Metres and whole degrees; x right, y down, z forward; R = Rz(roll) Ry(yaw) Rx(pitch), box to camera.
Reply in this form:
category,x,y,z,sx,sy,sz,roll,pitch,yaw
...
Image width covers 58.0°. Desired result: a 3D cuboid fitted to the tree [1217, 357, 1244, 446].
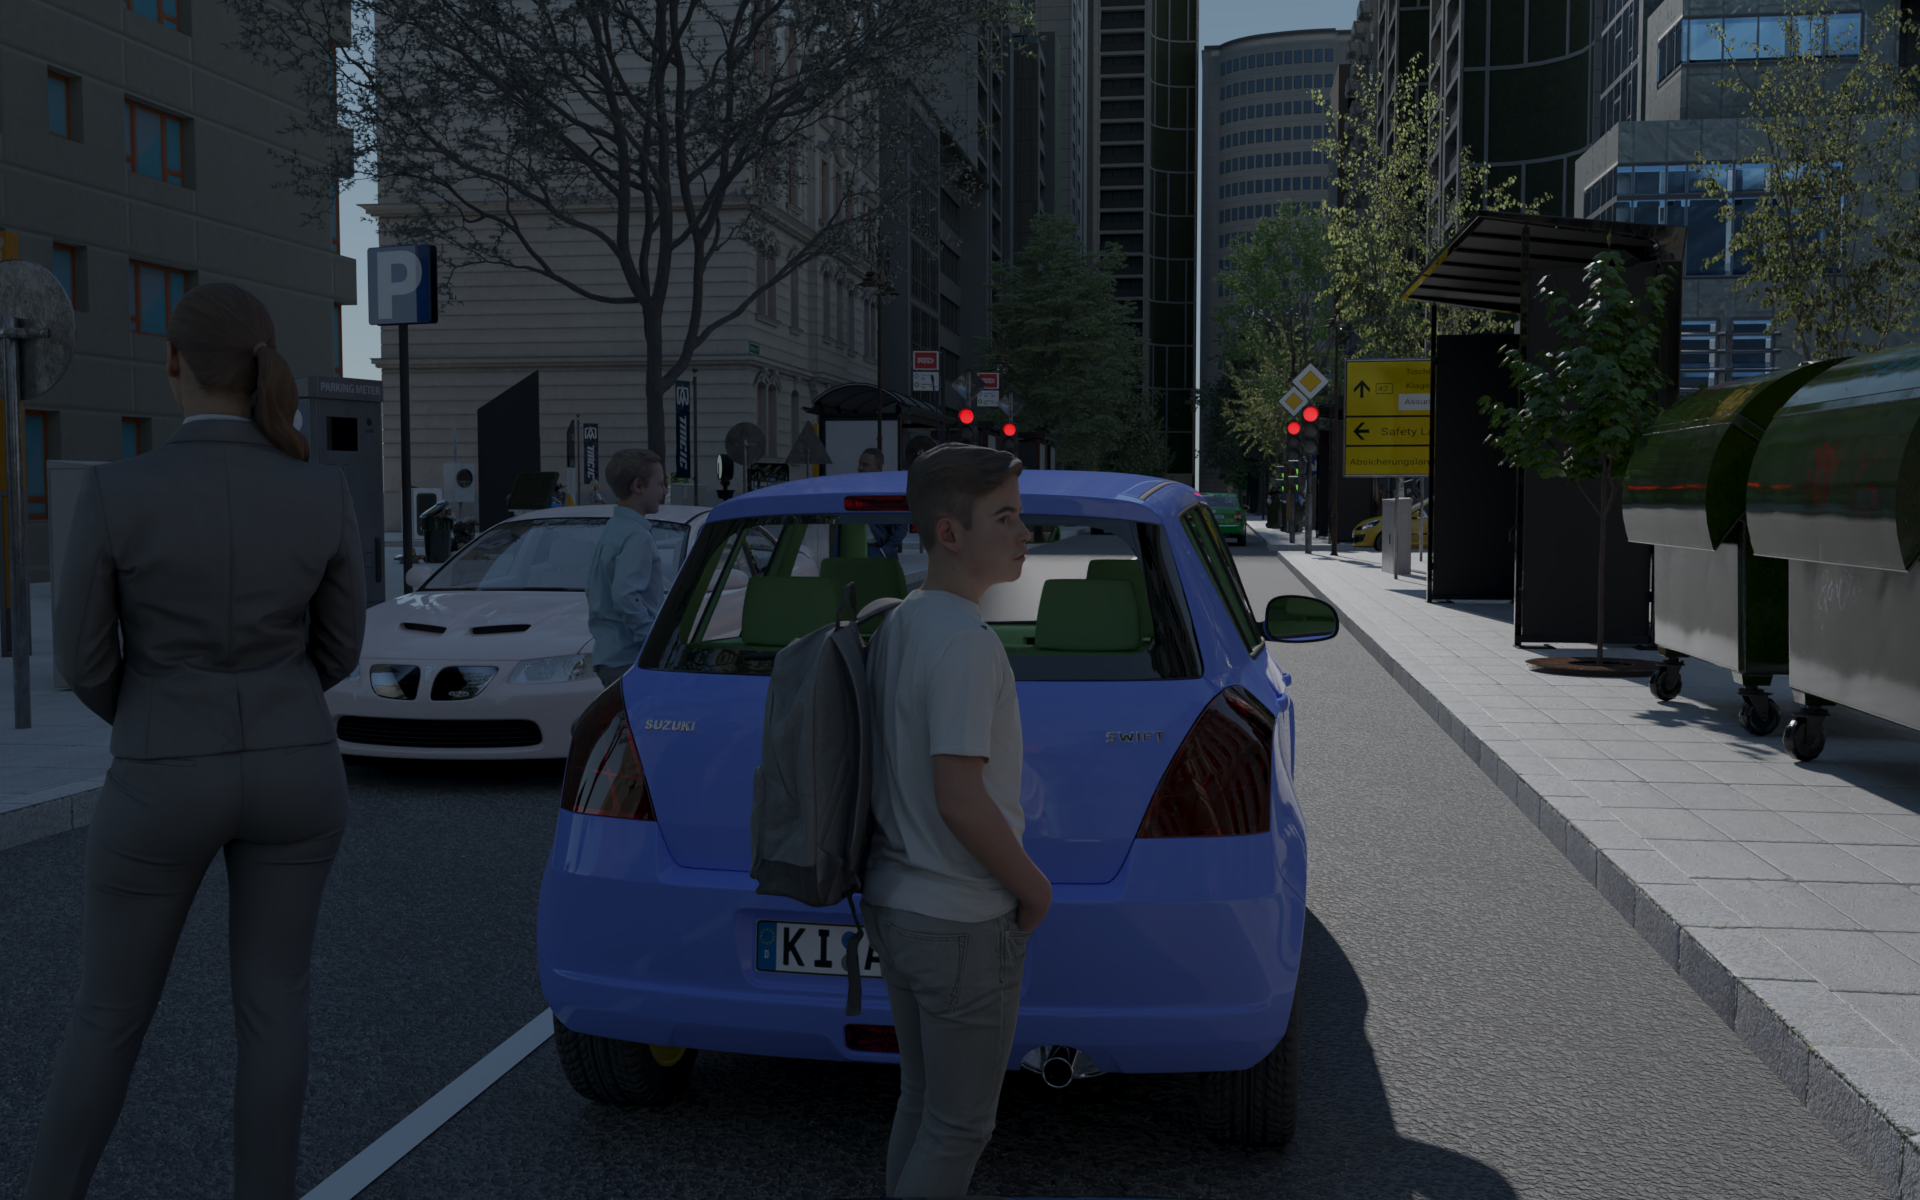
category,x,y,z,sx,sy,sz,roll,pitch,yaw
tree,12.862,-7.390,71.195,4.360,8.622,3.978,0,3,0

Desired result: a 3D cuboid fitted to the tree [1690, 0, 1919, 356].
category,x,y,z,sx,sy,sz,roll,pitch,yaw
tree,12.272,-4.522,24.301,4.360,8.622,3.978,0,3,0

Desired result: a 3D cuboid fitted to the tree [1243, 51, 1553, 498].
category,x,y,z,sx,sy,sz,roll,pitch,yaw
tree,7.621,-4.826,29.267,4.360,8.622,3.978,0,3,0

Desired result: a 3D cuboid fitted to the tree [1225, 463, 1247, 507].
category,x,y,z,sx,sy,sz,roll,pitch,yaw
tree,27.757,-11.398,170.071,4.285,4.588,4.351,0,3,0

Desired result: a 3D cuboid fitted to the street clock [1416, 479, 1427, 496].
category,x,y,z,sx,sy,sz,roll,pitch,yaw
street clock,21.868,-4.745,82.153,0.471,2.002,0.358,0,4,1

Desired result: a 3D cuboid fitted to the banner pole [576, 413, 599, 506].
category,x,y,z,sx,sy,sz,roll,pitch,yaw
banner pole,-11.604,-3.899,53.764,0.863,3.779,0.401,-2,4,-26

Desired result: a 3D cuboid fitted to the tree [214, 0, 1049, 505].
category,x,y,z,sx,sy,sz,roll,pitch,yaw
tree,-3.767,-6.806,21.652,12.009,13.543,11.850,0,3,0

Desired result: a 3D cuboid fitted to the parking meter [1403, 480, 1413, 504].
category,x,y,z,sx,sy,sz,roll,pitch,yaw
parking meter,18.075,-3.932,70.004,0.399,1.863,0.255,0,4,-8

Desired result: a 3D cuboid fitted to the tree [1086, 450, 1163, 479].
category,x,y,z,sx,sy,sz,roll,pitch,yaw
tree,9.105,-7.267,102.523,4.285,4.588,4.351,0,3,0

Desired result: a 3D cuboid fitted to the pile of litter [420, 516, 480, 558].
category,x,y,z,sx,sy,sz,roll,pitch,yaw
pile of litter,-9.905,-1.231,34.096,1.719,0.858,1.176,3,5,43

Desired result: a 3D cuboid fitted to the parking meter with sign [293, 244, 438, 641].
category,x,y,z,sx,sy,sz,roll,pitch,yaw
parking meter with sign,-4.235,-0.932,11.500,0.543,3.016,1.738,1,4,22

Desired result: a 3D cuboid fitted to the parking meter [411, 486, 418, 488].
category,x,y,z,sx,sy,sz,roll,pitch,yaw
parking meter,-16.506,-2.693,52.439,0.372,1.533,0.369,0,3,0

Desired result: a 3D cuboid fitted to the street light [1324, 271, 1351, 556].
category,x,y,z,sx,sy,sz,roll,pitch,yaw
street light,7.821,-3.868,36.030,0.468,5.910,1.993,1,4,8

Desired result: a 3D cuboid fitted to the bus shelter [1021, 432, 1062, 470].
category,x,y,z,sx,sy,sz,roll,pitch,yaw
bus shelter,2.017,-5.012,59.574,2.179,5.291,8.768,1,4,9

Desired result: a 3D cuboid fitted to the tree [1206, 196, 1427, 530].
category,x,y,z,sx,sy,sz,roll,pitch,yaw
tree,12.498,-8.310,61.631,9.928,11.665,9.643,0,3,0

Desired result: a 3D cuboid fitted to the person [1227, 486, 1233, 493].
category,x,y,z,sx,sy,sz,roll,pitch,yaw
person,9.944,-3.350,63.944,0.731,1.740,0.598,3,5,41

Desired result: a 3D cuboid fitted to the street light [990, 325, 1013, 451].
category,x,y,z,sx,sy,sz,roll,pitch,yaw
street light,1.136,-4.565,47.422,0.468,5.910,1.993,1,4,8

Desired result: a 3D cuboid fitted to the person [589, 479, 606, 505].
category,x,y,z,sx,sy,sz,roll,pitch,yaw
person,-8.971,-2.101,43.038,0.526,1.800,0.537,2,4,33

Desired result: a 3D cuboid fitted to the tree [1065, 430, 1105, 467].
category,x,y,z,sx,sy,sz,roll,pitch,yaw
tree,7.806,-10.137,116.105,4.360,8.622,3.978,0,3,0

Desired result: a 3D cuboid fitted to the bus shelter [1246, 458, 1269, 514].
category,x,y,z,sx,sy,sz,roll,pitch,yaw
bus shelter,19.420,-7.487,113.703,1.731,3.624,6.357,1,4,9

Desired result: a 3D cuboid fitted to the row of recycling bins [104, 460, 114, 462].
category,x,y,z,sx,sy,sz,roll,pitch,yaw
row of recycling bins,-10.512,-0.955,22.730,1.069,1.692,3.534,0,4,-5

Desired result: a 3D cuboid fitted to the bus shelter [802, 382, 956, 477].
category,x,y,z,sx,sy,sz,roll,pitch,yaw
bus shelter,-1.474,-2.461,34.154,2.014,3.302,5.546,1,4,8

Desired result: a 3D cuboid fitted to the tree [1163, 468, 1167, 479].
category,x,y,z,sx,sy,sz,roll,pitch,yaw
tree,17.505,-10.825,160.699,4.285,4.588,4.351,0,3,0

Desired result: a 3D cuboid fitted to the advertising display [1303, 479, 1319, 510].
category,x,y,z,sx,sy,sz,roll,pitch,yaw
advertising display,14.981,-4.214,74.108,0.974,1.923,0.123,-1,4,-22

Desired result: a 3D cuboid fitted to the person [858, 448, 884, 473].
category,x,y,z,sx,sy,sz,roll,pitch,yaw
person,-0.769,-0.320,13.923,0.721,1.800,0.419,1,4,18

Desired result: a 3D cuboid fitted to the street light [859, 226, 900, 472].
category,x,y,z,sx,sy,sz,roll,pitch,yaw
street light,-1.397,-3.504,30.082,0.468,5.910,1.993,1,4,8

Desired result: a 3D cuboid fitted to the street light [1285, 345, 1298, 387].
category,x,y,z,sx,sy,sz,roll,pitch,yaw
street light,10.326,-4.951,53.735,0.468,5.910,1.993,1,4,8

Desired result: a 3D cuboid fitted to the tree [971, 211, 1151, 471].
category,x,y,z,sx,sy,sz,roll,pitch,yaw
tree,3.943,-9.323,70.558,7.486,12.596,7.792,0,3,0

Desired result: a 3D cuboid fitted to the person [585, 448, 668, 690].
category,x,y,z,sx,sy,sz,roll,pitch,yaw
person,-1.226,0.233,6.505,0.330,1.601,0.589,-1,4,-15

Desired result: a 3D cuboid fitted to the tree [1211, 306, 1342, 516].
category,x,y,z,sx,sy,sz,roll,pitch,yaw
tree,18.164,-11.397,103.348,9.611,12.733,9.660,0,3,0

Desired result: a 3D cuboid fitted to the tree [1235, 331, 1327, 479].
category,x,y,z,sx,sy,sz,roll,pitch,yaw
tree,14.681,-7.779,77.545,4.737,8.622,4.395,0,3,0

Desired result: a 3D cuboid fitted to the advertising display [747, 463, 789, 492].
category,x,y,z,sx,sy,sz,roll,pitch,yaw
advertising display,-3.959,-1.871,35.810,0.974,1.923,0.123,-3,5,-40

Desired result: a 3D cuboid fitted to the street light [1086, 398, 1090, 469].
category,x,y,z,sx,sy,sz,roll,pitch,yaw
street light,5.935,-6.589,80.521,0.468,5.910,1.993,1,4,8

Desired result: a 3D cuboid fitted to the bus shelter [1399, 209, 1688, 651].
category,x,y,z,sx,sy,sz,roll,pitch,yaw
bus shelter,5.571,-1.591,17.298,1.731,3.624,6.357,1,4,8

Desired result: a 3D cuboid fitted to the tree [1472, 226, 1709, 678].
category,x,y,z,sx,sy,sz,roll,pitch,yaw
tree,4.781,-1.099,12.572,1.663,3.219,1.824,0,3,0

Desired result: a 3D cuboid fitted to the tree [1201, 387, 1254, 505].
category,x,y,z,sx,sy,sz,roll,pitch,yaw
tree,31.600,-17.605,194.496,9.857,13.997,8.962,0,3,0

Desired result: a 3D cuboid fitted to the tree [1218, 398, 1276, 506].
category,x,y,z,sx,sy,sz,roll,pitch,yaw
tree,29.876,-15.868,177.563,7.486,12.596,7.792,0,3,0

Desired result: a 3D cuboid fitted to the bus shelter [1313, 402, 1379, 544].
category,x,y,z,sx,sy,sz,roll,pitch,yaw
bus shelter,10.404,-3.426,47.294,1.731,3.624,6.357,1,4,9

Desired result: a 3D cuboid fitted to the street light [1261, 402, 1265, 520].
category,x,y,z,sx,sy,sz,roll,pitch,yaw
street light,15.160,-6.949,86.400,0.468,5.910,1.993,1,4,8

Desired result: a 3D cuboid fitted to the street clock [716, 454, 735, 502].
category,x,y,z,sx,sy,sz,roll,pitch,yaw
street clock,-4.242,-1.637,31.327,0.358,2.002,0.471,-1,4,-20

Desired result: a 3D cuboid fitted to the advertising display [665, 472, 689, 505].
category,x,y,z,sx,sy,sz,roll,pitch,yaw
advertising display,-8.376,-2.783,50.711,0.974,1.923,0.123,-3,5,-40

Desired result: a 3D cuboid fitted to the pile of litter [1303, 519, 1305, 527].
category,x,y,z,sx,sy,sz,roll,pitch,yaw
pile of litter,13.183,-3.254,67.168,1.719,0.858,1.176,0,4,1

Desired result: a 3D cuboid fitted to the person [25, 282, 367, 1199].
category,x,y,z,sx,sy,sz,roll,pitch,yaw
person,-1.377,0.348,3.085,0.573,1.790,0.520,3,5,40

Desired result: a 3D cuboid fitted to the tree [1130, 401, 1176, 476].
category,x,y,z,sx,sy,sz,roll,pitch,yaw
tree,12.948,-10.809,127.089,4.737,8.622,4.395,0,3,0

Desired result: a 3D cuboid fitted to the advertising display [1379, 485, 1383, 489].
category,x,y,z,sx,sy,sz,roll,pitch,yaw
advertising display,28.498,-6.861,117.397,0.123,1.923,0.974,2,4,28

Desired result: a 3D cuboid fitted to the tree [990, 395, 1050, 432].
category,x,y,z,sx,sy,sz,roll,pitch,yaw
tree,3.570,-9.136,99.738,4.360,8.622,3.978,0,3,0

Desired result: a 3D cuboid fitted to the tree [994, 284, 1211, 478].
category,x,y,z,sx,sy,sz,roll,pitch,yaw
tree,6.179,-10.582,90.016,9.611,12.733,9.660,0,3,0

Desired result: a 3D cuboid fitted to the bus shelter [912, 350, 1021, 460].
category,x,y,z,sx,sy,sz,roll,pitch,yaw
bus shelter,0.139,-4.483,50.930,2.179,5.291,8.768,1,4,8

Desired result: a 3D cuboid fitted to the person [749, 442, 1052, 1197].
category,x,y,z,sx,sy,sz,roll,pitch,yaw
person,-0.045,0.509,2.781,0.503,1.515,0.523,3,4,38
